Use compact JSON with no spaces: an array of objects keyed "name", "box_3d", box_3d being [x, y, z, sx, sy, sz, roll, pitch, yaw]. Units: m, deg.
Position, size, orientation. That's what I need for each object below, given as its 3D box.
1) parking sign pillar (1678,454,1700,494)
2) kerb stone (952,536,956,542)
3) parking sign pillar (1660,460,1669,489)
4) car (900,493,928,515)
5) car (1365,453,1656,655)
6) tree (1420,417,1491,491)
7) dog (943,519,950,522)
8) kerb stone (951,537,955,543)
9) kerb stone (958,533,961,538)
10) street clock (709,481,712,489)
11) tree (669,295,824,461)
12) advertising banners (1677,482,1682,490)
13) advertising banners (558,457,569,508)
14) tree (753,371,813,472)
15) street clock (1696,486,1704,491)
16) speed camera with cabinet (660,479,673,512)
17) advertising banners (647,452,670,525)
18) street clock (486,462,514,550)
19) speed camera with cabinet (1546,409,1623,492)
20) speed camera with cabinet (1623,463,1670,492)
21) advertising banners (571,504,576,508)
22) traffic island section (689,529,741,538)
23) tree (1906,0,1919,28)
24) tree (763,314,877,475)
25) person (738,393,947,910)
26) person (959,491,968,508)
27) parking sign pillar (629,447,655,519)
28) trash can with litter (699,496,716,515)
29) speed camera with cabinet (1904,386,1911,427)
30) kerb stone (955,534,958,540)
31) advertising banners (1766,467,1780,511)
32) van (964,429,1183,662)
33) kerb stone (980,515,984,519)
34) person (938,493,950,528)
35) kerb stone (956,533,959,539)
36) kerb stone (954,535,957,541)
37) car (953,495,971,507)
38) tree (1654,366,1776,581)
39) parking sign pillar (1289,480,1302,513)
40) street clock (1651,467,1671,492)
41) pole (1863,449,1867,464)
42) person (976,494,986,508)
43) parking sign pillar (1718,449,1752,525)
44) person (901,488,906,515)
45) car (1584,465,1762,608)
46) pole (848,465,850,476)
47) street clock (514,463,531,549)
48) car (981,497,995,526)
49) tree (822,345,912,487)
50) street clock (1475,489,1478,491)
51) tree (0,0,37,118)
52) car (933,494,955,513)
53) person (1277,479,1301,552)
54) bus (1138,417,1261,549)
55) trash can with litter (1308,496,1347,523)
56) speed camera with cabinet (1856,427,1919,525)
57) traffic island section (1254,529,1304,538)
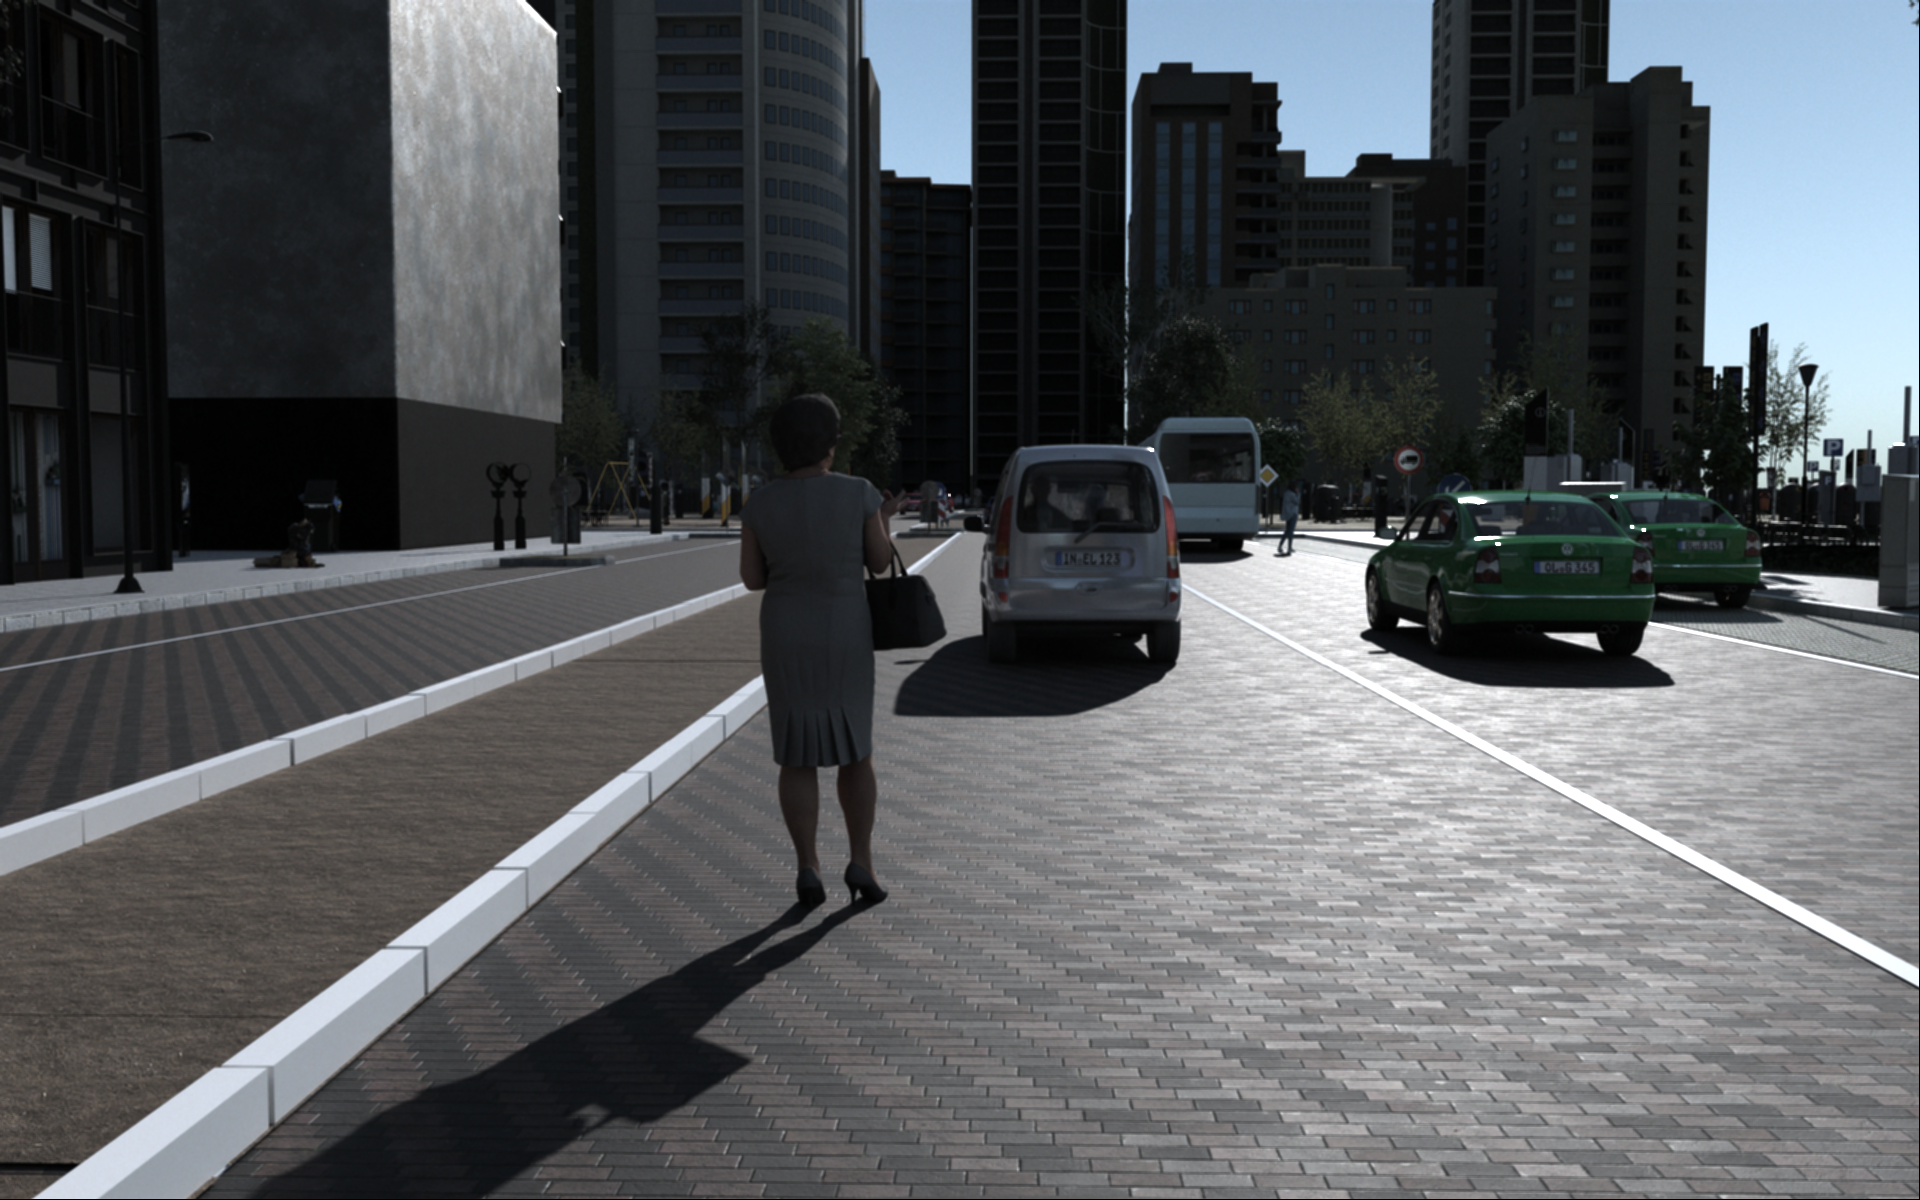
[{"name":"parking sign pillar","box_3d":[45.935,-7.379,109.126,1.447,3.967,1.447,-3,5,-43]},{"name":"kerb stone","box_3d":[-0.261,-1.670,49.492,0.120,0.150,1.000,0,4,2]},{"name":"parking sign pillar","box_3d":[55.058,-9.028,136.077,1.447,3.967,1.447,-2,4,-24]},{"name":"car","box_3d":[-3.238,-6.841,120.887,2.155,1.783,4.494,0,4,1]},{"name":"car","box_3d":[5.166,-0.489,16.794,1.959,1.807,4.718,0,4,2]},{"name":"tree","box_3d":[12.669,-3.003,43.704,1.663,3.219,1.824,0,3,0]},{"name":"dog","box_3d":[-0.659,-4.155,88.135,0.748,0.427,0.550,-1,4,-18]},{"name":"kerb stone","box_3d":[-0.291,-1.607,48.466,0.120,0.150,1.000,0,4,2]},{"name":"kerb stone","box_3d":[-0.127,-1.915,53.580,0.120,0.150,1.000,0,4,2]},{"name":"street clock","box_3d":[-13.974,-5.594,96.031,0.471,2.002,0.358,-1,4,-22]},{"name":"tree","box_3d":[-9.796,-8.939,80.573,8.767,10.594,7.601,2,4,34]},{"name":"advertising banners","box_3d":[44.606,-6.715,105.975,2.074,3.025,0.090,-1,4,-21]},{"name":"advertising banners","box_3d":[-18.748,-5.233,81.746,0.090,3.025,2.074,-1,4,-22]},{"name":"tree","box_3d":[-9.661,-9.066,98.599,4.360,8.622,3.978,0,3,0]},{"name":"street clock","box_3d":[41.015,-5.594,96.025,0.471,2.002,0.358,1,4,15]},{"name":"speed camera with cabinet","box_3d":[-18.529,-6.792,105.392,2.038,3.252,0.660,1,4,10]},{"name":"advertising banners","box_3d":[-12.554,-4.639,72.043,0.090,3.025,2.074,-2,4,-35]},{"name":"street clock","box_3d":[-10.514,-2.133,39.451,0.471,2.002,0.358,-2,4,-32]},{"name":"speed camera with cabinet","box_3d":[14.616,-2.840,40.770,2.038,3.252,0.660,-2,4,-35]},{"name":"speed camera with cabinet","box_3d":[20.137,-3.505,51.641,2.038,3.252,0.660,-1,4,-16]},{"name":"advertising banners","box_3d":[-30.681,-8.497,135.107,2.074,3.025,0.090,3,4,37]},{"name":"traffic island section","box_3d":[-7.762,-2.161,57.616,2.009,0.180,2.903,0,4,2]},{"name":"tree","box_3d":[11.924,-6.354,14.265,12.009,13.543,11.850,0,3,0]},{"name":"tree","box_3d":[-8.671,-11.711,109.598,7.486,12.596,7.792,0,3,0]},{"name":"person","box_3d":[-0.402,0.169,6.093,0.716,1.782,0.532,0,4,3]},{"name":"person","box_3d":[0.395,-10.391,178.909,1.217,1.766,0.721,3,5,41]},{"name":"parking sign pillar","box_3d":[-16.591,-6.235,90.413,1.447,3.967,1.447,-1,4,-19]},{"name":"trash can with litter","box_3d":[-15.190,-5.680,104.249,1.055,1.170,0.624,0,4,7]},{"name":"speed camera with cabinet","box_3d":[17.770,-2.259,31.277,0.660,3.252,2.038,-1,4,-16]},{"name":"kerb stone","box_3d":[-0.199,-1.795,51.538,0.120,0.150,1.000,0,4,2]},{"name":"advertising banners","box_3d":[53.366,-7.103,112.323,2.074,3.025,0.090,2,4,31]},{"name":"van","box_3d":[1.043,-0.559,16.153,2.013,2.044,4.112,0,4,0]},{"name":"kerb stone","box_3d":[1.500,-5.275,108.459,0.120,0.150,1.000,0,4,2]},{"name":"person","box_3d":[-0.712,-3.866,71.976,0.793,1.790,0.793,2,4,28]},{"name":"kerb stone","box_3d":[-0.167,-1.856,52.559,0.120,0.150,1.000,0,4,2]},{"name":"kerb stone","box_3d":[-0.225,-1.732,50.516,0.120,0.150,1.000,0,4,2]},{"name":"car","box_3d":[0.196,-10.958,191.525,2.083,1.381,4.827,0,4,1]},{"name":"tree","box_3d":[11.474,-1.906,25.769,1.663,3.219,1.824,0,3,0]},{"name":"parking sign pillar","box_3d":[22.809,-7.972,118.818,1.447,3.967,1.447,0,4,6]},{"name":"street clock","box_3d":[18.903,-2.578,46.728,0.471,2.002,0.358,-1,4,-21]},{"name":"pole","box_3d":[40.908,-5.165,78.291,0.158,3.312,0.155,0,3,0]},{"name":"person","box_3d":[2.095,-10.197,176.006,1.217,1.735,0.721,0,4,6]},{"name":"parking sign pillar","box_3d":[32.544,-5.143,72.567,1.447,3.967,1.447,-1,4,-12]},{"name":"person","box_3d":[-3.910,-6.718,118.149,0.447,1.846,0.655,0,4,8]},{"name":"car","box_3d":[8.951,-0.872,23.050,1.959,1.807,4.718,0,4,1]},{"name":"pole","box_3d":[-7.843,-7.859,122.343,0.158,3.312,0.155,0,3,0]},{"name":"street clock","box_3d":[-10.319,-2.205,40.622,0.471,2.002,0.358,-3,5,-42]},{"name":"car","box_3d":[1.880,-3.872,75.893,1.945,1.354,3.894,0,4,1]},{"name":"tree","box_3d":[-8.309,-13.248,133.619,9.611,12.733,9.660,0,3,0]},{"name":"street clock","box_3d":[33.376,-6.588,112.284,0.471,2.002,0.358,2,4,28]},{"name":"tree","box_3d":[-11.138,-4.001,15.775,4.360,8.622,3.978,0,3,0]},{"name":"car","box_3d":[-1.414,-7.526,132.090,2.155,1.783,4.494,0,4,2]},{"name":"person","box_3d":[8.098,-2.071,42.631,0.793,1.790,0.793,3,5,43]},{"name":"bus","box_3d":[6.326,-3.260,48.154,2.948,3.499,13.247,0,4,4]},{"name":"trash can with litter","box_3d":[16.216,-4.005,76.539,2.233,1.210,1.678,-2,4,-24]},{"name":"speed camera with cabinet","box_3d":[28.766,-3.610,53.357,2.038,3.252,0.660,2,4,29]},{"name":"traffic island section","box_3d":[10.121,-2.129,57.082,2.009,0.180,2.903,0,4,2]}]
